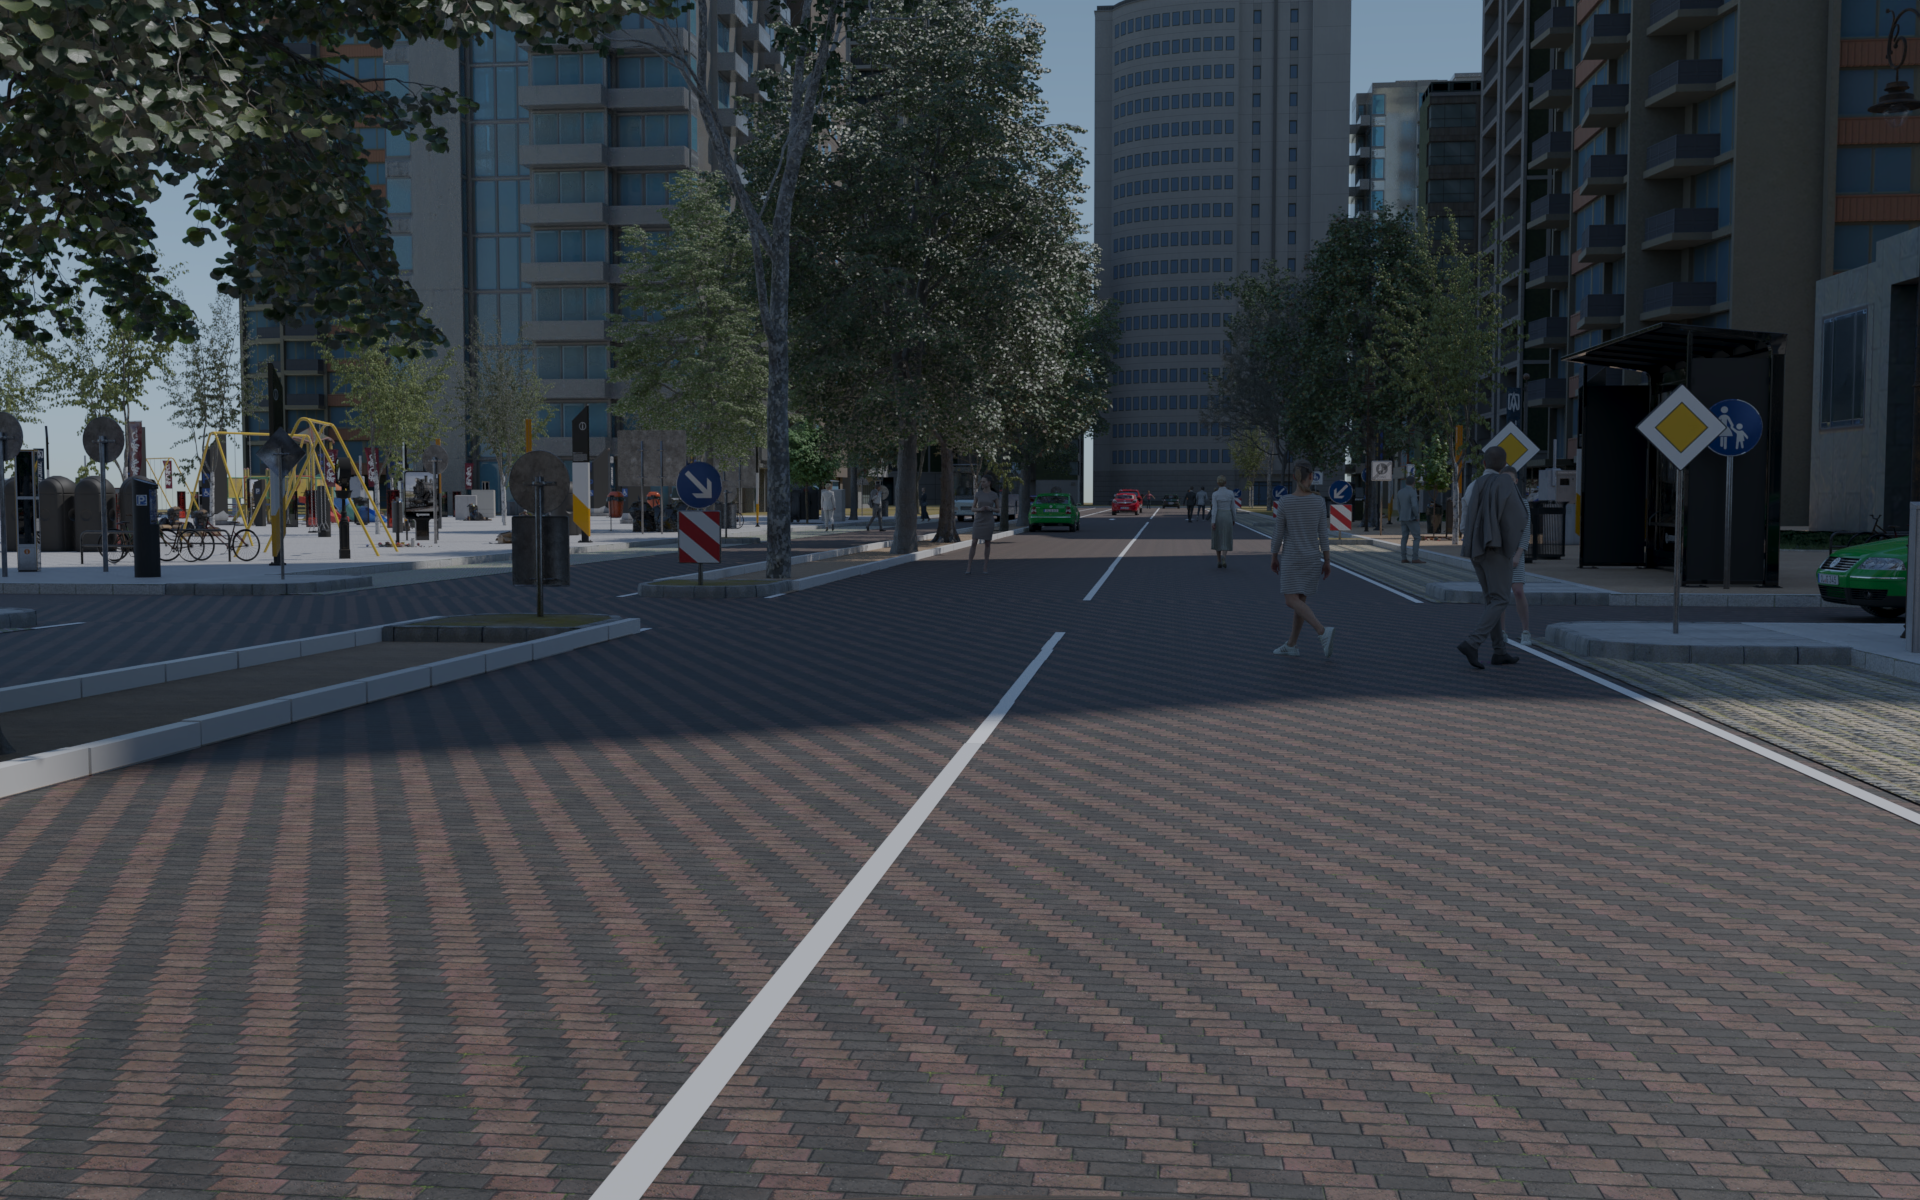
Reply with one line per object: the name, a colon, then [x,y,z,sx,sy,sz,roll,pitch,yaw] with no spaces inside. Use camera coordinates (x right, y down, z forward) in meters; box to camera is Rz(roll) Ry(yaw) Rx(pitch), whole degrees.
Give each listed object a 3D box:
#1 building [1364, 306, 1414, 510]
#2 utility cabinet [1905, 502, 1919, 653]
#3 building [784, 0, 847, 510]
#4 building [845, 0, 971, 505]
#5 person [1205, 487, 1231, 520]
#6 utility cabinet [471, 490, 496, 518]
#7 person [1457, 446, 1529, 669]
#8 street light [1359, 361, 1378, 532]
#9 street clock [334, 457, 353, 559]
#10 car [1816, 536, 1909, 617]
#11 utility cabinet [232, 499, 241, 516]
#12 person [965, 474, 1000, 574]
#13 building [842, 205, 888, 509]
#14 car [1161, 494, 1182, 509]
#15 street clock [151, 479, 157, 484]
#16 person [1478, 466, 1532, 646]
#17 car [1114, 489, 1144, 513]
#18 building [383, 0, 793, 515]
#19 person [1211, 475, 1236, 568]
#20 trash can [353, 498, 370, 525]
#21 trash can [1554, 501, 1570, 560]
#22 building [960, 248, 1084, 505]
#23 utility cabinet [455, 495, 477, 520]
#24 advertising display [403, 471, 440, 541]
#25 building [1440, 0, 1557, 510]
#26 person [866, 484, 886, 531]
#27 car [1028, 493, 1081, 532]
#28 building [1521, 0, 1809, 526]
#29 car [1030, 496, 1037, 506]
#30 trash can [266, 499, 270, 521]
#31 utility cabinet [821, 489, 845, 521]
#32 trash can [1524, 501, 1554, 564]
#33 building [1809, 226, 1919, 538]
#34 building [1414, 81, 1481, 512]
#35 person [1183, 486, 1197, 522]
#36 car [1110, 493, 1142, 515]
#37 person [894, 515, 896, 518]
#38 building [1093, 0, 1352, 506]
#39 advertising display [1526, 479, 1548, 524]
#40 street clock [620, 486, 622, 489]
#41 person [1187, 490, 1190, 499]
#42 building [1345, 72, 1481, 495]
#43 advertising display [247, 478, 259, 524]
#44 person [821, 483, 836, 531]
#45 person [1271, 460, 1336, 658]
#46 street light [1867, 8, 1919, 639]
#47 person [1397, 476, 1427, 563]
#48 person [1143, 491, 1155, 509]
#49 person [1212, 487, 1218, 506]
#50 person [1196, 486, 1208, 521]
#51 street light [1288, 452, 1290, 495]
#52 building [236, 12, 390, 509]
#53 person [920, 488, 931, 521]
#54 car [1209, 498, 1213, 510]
building: [49.709,-18.386,145.652,27.650,21.520,28.899,0,4,7]
utility cabinet: [8.212,-0.168,13.913,1.020,1.237,0.306,1,4,19]
building: [-17.301,-29.968,140.095,14.600,45.320,14.200,0,4,7]
building: [-10.008,-46.921,205.404,20.611,71.187,20.563,0,4,7]
person: [14.113,-5.214,93.971,1.509,1.804,0.699,1,4,14]
utility cabinet: [-25.278,-5.089,91.891,1.173,1.500,0.318,0,4,1]
person: [4.427,-0.352,14.353,0.850,1.850,0.679,-2,4,-34]
street light: [13.890,-5.274,59.016,0.468,5.910,1.993,0,4,7]
street clock: [-12.196,-1.817,34.276,0.358,2.002,0.471,-2,4,-31]
car: [12.112,-0.642,19.293,4.718,1.807,1.959,0,4,5]
utility cabinet: [-42.765,-5.733,102.413,0.318,1.500,1.173,-1,4,-12]
person: [0.403,-1.352,30.942,0.599,1.781,0.374,0,4,5]
building: [-14.145,-23.772,160.376,14.107,30.474,14.160,0,4,7]
car: [20.774,-9.818,170.308,2.009,1.686,4.222,0,4,7]
street clock: [-38.756,-4.797,83.004,0.471,2.002,0.358,-1,4,-17]
person: [5.238,-0.434,16.592,0.512,1.701,0.522,1,4,23]
car: [12.899,-7.566,132.374,2.281,1.827,5.304,0,4,5]
building: [-24.188,-30.505,118.366,23.786,49.044,30.456,0,4,7]
person: [5.078,-1.511,33.436,0.478,1.798,0.641,1,4,13]
trash can: [-24.679,-3.656,71.437,0.748,1.137,0.748,0,3,0]
trash can: [11.548,-1.363,33.945,0.748,1.137,0.748,0,3,0]
building: [7.345,-26.351,202.532,14.107,30.474,14.160,0,4,7]
utility cabinet: [-24.464,-4.564,85.789,1.020,1.237,0.306,0,4,-3]
advertising display: [-14.908,-2.614,47.960,0.974,1.923,0.123,-2,4,-34]
building: [41.831,-40.792,105.200,20.563,71.187,20.611,0,4,7]
person: [-3.235,-3.533,66.357,0.850,1.850,0.679,2,4,27]
car: [3.663,-3.544,66.744,1.959,1.807,4.718,0,4,7]
building: [39.114,-26.053,80.585,22.147,44.769,28.867,0,4,7]
car: [5.221,-6.441,117.897,1.945,1.354,3.894,1,4,8]
trash can: [-31.413,-4.133,79.228,0.748,1.137,0.748,0,3,0]
utility cabinet: [-5.895,-4.391,80.473,1.173,1.500,0.318,2,4,31]
trash can: [10.412,-1.255,32.174,0.748,1.137,0.748,0,3,0]
building: [38.529,-44.380,38.292,31.000,86.520,22.319,0,4,7]
building: [39.638,-21.557,124.162,14.160,30.474,14.107,0,4,7]
person: [11.681,-4.862,87.767,0.659,1.850,0.755,1,4,19]
car: [11.263,-6.646,117.698,2.155,1.783,4.494,0,4,7]
person: [-2.338,-3.806,71.089,0.694,1.780,0.624,-2,4,-24]
building: [29.767,-40.318,201.190,28.212,58.520,21.231,0,4,7]
advertising display: [24.576,-4.199,73.859,0.974,1.923,0.123,3,4,37]
street clock: [-19.423,-5.860,100.383,0.471,2.002,0.358,1,4,18]
person: [21.170,-9.277,160.199,0.705,1.821,1.348,2,4,28]
building: [59.084,-35.472,199.572,30.456,49.044,23.786,0,4,7]
advertising display: [-29.145,-4.050,71.437,0.123,1.923,0.974,0,4,0]
person: [-5.009,-3.529,66.077,0.514,1.842,0.818,-1,4,-16]
person: [3.034,-0.362,15.175,0.466,1.731,0.760,-3,4,-38]
street light: [8.469,-2.596,15.235,0.468,5.910,1.993,0,4,7]
person: [9.268,-1.658,35.704,0.391,1.810,0.635,-2,4,-34]
person: [18.358,-9.736,168.408,1.217,1.743,0.721,0,4,-2]
person: [14.225,-5.353,96.252,0.478,1.798,0.641,3,5,43]
person: [12.743,-5.079,91.381,0.661,1.843,0.795,1,4,22]
street light: [18.582,-7.644,97.765,0.468,5.910,1.993,0,4,7]
building: [-50.193,-30.904,159.902,28.867,44.769,22.147,0,4,7]
person: [-1.841,-4.960,90.011,0.534,1.772,0.576,-3,5,-40]
car: [23.327,-8.905,155.380,2.009,1.686,4.222,1,4,8]
